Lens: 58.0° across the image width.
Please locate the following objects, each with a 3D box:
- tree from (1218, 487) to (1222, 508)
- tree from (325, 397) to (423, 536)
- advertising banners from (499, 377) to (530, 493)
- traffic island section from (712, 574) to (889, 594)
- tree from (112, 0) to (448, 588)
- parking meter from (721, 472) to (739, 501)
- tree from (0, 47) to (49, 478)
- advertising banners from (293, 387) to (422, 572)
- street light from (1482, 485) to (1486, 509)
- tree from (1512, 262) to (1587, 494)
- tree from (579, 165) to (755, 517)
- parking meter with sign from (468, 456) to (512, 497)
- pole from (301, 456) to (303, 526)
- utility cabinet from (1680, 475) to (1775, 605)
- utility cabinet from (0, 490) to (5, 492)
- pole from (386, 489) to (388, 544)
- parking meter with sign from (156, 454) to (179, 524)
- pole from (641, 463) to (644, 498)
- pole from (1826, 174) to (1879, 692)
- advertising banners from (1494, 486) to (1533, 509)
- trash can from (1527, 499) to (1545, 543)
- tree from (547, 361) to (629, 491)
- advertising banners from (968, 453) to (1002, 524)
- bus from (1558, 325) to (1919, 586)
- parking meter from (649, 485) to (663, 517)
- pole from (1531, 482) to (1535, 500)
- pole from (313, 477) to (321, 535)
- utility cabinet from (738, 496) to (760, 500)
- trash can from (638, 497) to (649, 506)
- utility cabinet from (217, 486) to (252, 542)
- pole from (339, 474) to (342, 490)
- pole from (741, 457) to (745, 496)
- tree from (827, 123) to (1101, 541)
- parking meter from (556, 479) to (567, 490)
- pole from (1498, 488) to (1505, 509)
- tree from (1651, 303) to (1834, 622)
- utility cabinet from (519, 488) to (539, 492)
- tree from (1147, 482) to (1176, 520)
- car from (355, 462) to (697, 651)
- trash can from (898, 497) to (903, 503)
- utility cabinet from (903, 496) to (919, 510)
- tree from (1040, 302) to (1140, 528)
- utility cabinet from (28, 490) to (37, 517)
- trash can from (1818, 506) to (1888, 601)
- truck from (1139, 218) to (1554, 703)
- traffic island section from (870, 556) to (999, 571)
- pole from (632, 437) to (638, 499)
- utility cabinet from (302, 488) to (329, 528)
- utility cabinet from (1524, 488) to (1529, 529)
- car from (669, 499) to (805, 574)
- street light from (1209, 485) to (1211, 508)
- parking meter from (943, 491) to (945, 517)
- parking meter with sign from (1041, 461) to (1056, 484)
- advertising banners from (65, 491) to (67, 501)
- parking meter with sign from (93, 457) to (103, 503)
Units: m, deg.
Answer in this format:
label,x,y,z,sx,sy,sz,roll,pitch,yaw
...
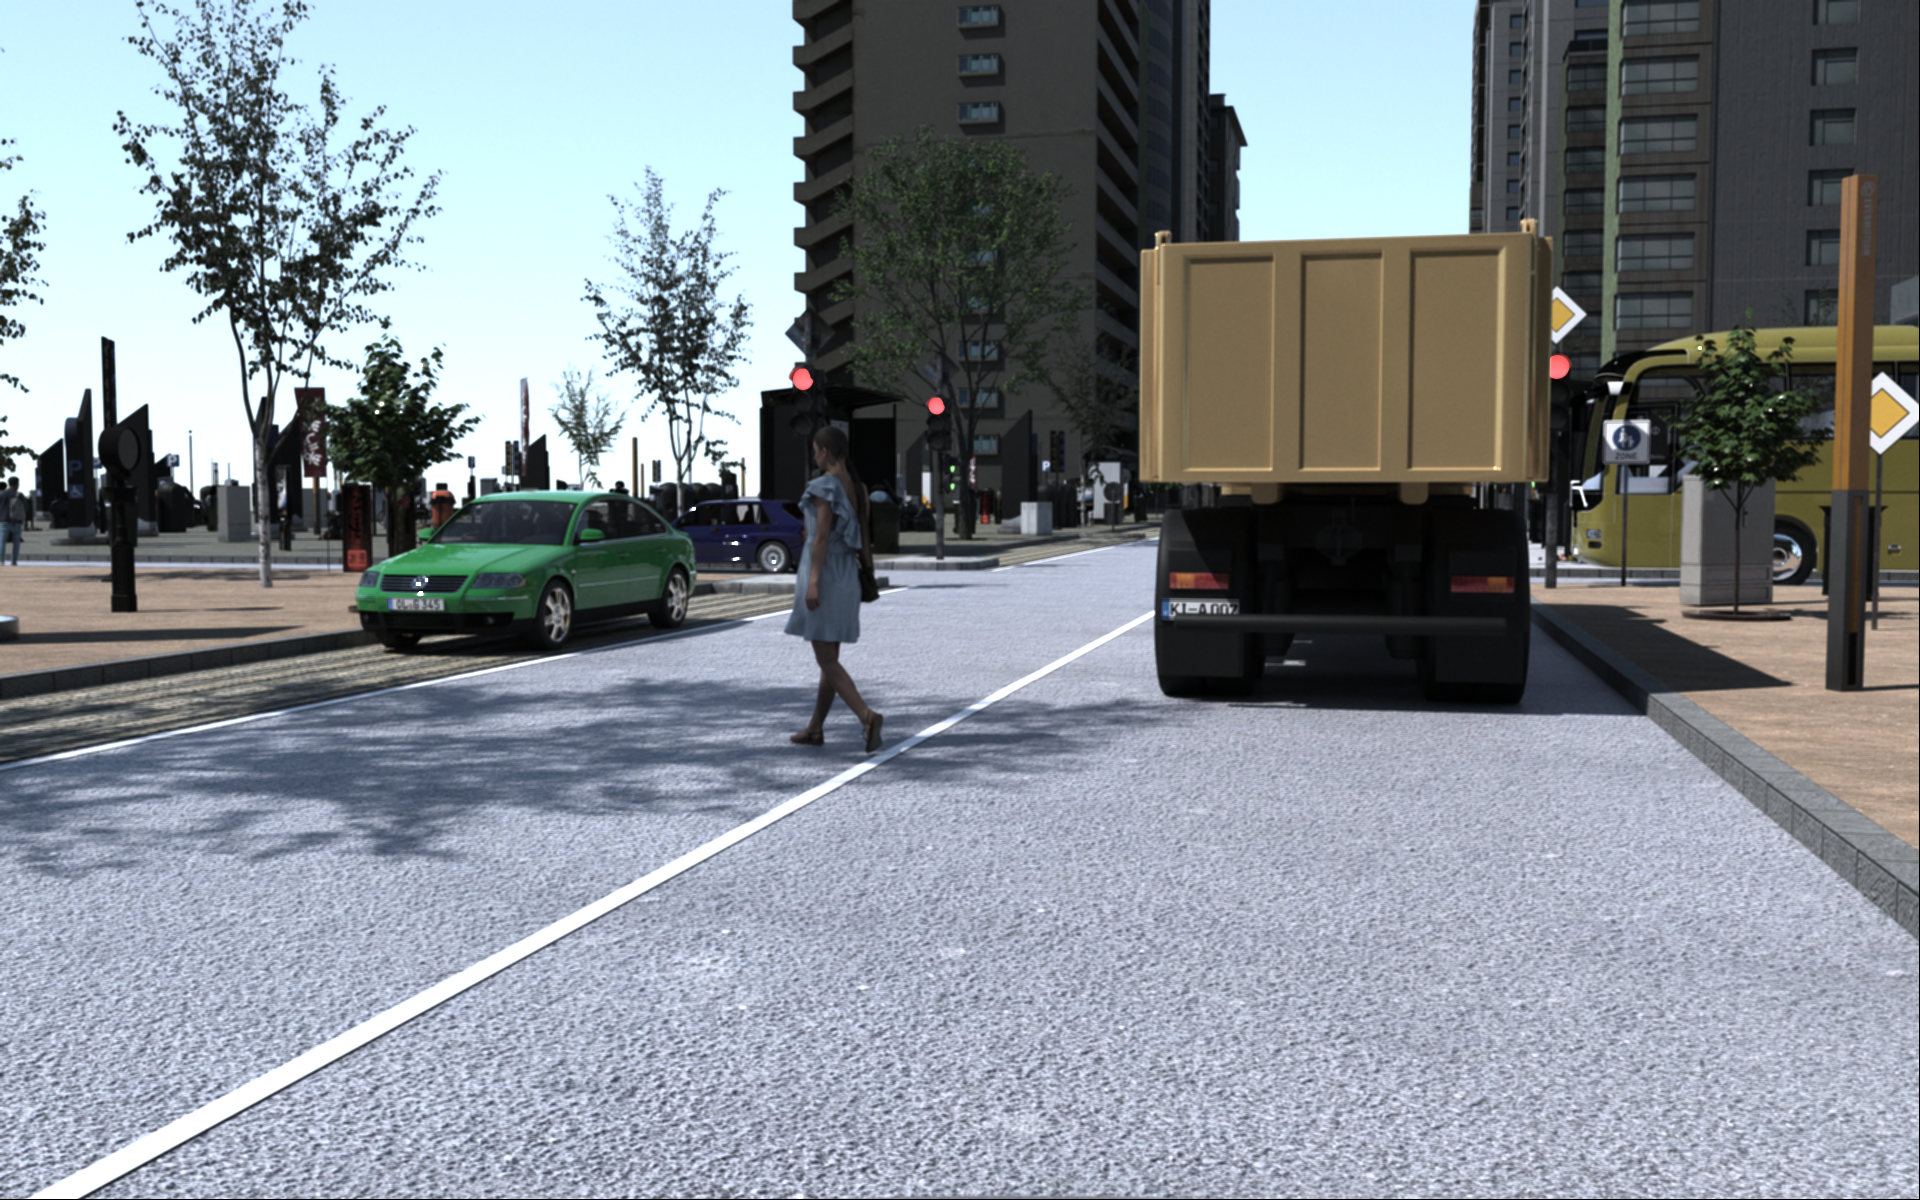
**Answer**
label,x,y,z,sx,sy,sz,roll,pitch,yaw
tree,17.321,-10.158,116.452,4.737,8.622,4.395,0,3,0
tree,-17.864,-4.235,52.962,4.285,4.588,4.351,0,3,0
advertising banners,-6.902,-1.874,26.833,0.090,3.025,2.074,-2,4,-26
traffic island section,-2.281,-0.232,26.073,2.009,0.180,2.903,1,4,14
tree,-9.372,-4.466,23.376,4.360,8.622,3.978,0,3,0
parking meter,-5.525,-2.196,41.620,0.399,1.863,0.255,0,4,-5
tree,-15.554,-4.617,25.848,4.737,8.622,4.395,0,3,0
advertising banners,-9.832,-1.962,28.271,2.074,3.025,0.090,0,4,4
street light,14.099,-4.505,46.449,0.468,5.910,1.993,1,4,14
tree,16.647,-6.221,52.073,4.360,8.622,3.978,0,3,0
tree,-6.336,-5.411,38.839,4.360,8.622,3.978,0,3,0
parking meter with sign,-21.613,-5.088,79.449,1.738,3.016,0.543,1,4,10
pole,-22.747,-4.021,59.590,0.158,3.312,0.155,0,3,0
utility cabinet,8.867,-0.691,19.979,1.173,1.500,0.318,-2,4,-26
utility cabinet,-54.508,-5.517,98.886,0.318,1.500,1.173,1,4,9
pole,-14.758,-3.118,44.825,0.158,3.312,0.155,0,3,0
parking meter with sign,-34.575,-4.838,75.370,0.543,3.016,1.738,0,4,-2
pole,-21.091,-7.412,115.036,0.158,3.312,0.155,0,3,0
pole,5.774,-1.062,11.209,0.158,3.312,0.155,0,3,0
advertising banners,22.602,-4.519,70.078,2.074,3.025,0.090,1,4,20
trash can,15.229,-2.064,45.399,0.748,1.137,0.748,0,3,0
tree,-20.932,-8.958,96.827,4.737,8.622,4.395,0,3,0
advertising banners,1.106,-4.752,73.878,2.074,3.025,0.090,3,5,40
bus,15.248,-2.074,25.460,12.252,3.916,2.896,1,4,12
parking meter,-8.482,-2.443,48.351,0.372,1.533,0.369,0,3,0
pole,23.749,-4.764,71.730,0.158,3.312,0.155,0,3,0
pole,-20.283,-3.714,54.567,0.158,3.312,0.155,0,3,0
utility cabinet,-5.932,-2.337,49.368,0.306,1.237,1.020,-3,5,-44
trash can,-13.169,-3.699,72.140,0.748,1.137,0.748,0,3,0
utility cabinet,-19.390,-2.298,46.251,0.318,1.500,1.173,0,4,6
pole,-43.526,-7.822,121.737,0.158,3.312,0.155,0,3,0
pole,-12.038,-6.260,96.187,0.158,3.312,0.155,0,3,0
tree,0.142,-7.484,48.116,9.928,11.665,9.643,0,3,0
parking meter,-15.717,-3.832,68.362,0.399,1.863,0.255,-1,4,-11
pole,13.988,-3.110,44.690,0.158,3.312,0.155,0,3,0
tree,7.994,-1.412,17.690,1.663,3.219,1.824,0,3,0
utility cabinet,-16.707,-3.520,66.239,1.173,1.500,0.318,0,4,-3
tree,9.889,-5.676,87.401,1.663,3.219,1.824,0,3,0
car,-4.180,-0.520,17.305,1.959,1.807,4.718,1,4,14
trash can,-2.709,-4.155,79.586,0.748,1.137,0.748,0,3,0
utility cabinet,-1.751,-3.090,61.679,0.306,1.237,1.020,-1,4,-19
tree,4.929,-7.067,65.908,4.360,8.622,3.978,0,3,0
utility cabinet,-50.314,-5.270,94.850,1.173,1.500,0.318,-3,5,-45
trash can,10.738,-0.563,20.858,0.748,1.137,0.748,0,3,0
truck,3.473,-1.206,15.644,3.469,3.379,9.791,1,4,13
traffic island section,-0.408,-0.707,33.836,2.009,0.180,2.903,1,4,14
pole,-11.633,-4.171,62.034,0.158,3.312,0.155,0,3,0
utility cabinet,-24.394,-3.455,65.167,0.318,1.500,1.173,3,5,40
utility cabinet,20.373,-3.369,63.758,0.318,1.500,1.173,-2,4,-31
car,-4.378,-1.179,31.863,3.894,1.354,1.945,1,4,14
street light,15.703,-8.320,108.827,0.468,5.910,1.993,1,4,14
parking meter,-1.029,-5.338,95.683,0.372,1.533,0.369,0,3,0
parking meter with sign,4.866,-5.810,91.262,0.543,3.016,1.738,2,4,24
advertising banners,-51.371,-6.305,99.272,2.074,3.025,0.090,-3,5,-43
parking meter with sign,-40.713,-5.199,81.272,0.543,3.016,1.738,-1,4,-14
